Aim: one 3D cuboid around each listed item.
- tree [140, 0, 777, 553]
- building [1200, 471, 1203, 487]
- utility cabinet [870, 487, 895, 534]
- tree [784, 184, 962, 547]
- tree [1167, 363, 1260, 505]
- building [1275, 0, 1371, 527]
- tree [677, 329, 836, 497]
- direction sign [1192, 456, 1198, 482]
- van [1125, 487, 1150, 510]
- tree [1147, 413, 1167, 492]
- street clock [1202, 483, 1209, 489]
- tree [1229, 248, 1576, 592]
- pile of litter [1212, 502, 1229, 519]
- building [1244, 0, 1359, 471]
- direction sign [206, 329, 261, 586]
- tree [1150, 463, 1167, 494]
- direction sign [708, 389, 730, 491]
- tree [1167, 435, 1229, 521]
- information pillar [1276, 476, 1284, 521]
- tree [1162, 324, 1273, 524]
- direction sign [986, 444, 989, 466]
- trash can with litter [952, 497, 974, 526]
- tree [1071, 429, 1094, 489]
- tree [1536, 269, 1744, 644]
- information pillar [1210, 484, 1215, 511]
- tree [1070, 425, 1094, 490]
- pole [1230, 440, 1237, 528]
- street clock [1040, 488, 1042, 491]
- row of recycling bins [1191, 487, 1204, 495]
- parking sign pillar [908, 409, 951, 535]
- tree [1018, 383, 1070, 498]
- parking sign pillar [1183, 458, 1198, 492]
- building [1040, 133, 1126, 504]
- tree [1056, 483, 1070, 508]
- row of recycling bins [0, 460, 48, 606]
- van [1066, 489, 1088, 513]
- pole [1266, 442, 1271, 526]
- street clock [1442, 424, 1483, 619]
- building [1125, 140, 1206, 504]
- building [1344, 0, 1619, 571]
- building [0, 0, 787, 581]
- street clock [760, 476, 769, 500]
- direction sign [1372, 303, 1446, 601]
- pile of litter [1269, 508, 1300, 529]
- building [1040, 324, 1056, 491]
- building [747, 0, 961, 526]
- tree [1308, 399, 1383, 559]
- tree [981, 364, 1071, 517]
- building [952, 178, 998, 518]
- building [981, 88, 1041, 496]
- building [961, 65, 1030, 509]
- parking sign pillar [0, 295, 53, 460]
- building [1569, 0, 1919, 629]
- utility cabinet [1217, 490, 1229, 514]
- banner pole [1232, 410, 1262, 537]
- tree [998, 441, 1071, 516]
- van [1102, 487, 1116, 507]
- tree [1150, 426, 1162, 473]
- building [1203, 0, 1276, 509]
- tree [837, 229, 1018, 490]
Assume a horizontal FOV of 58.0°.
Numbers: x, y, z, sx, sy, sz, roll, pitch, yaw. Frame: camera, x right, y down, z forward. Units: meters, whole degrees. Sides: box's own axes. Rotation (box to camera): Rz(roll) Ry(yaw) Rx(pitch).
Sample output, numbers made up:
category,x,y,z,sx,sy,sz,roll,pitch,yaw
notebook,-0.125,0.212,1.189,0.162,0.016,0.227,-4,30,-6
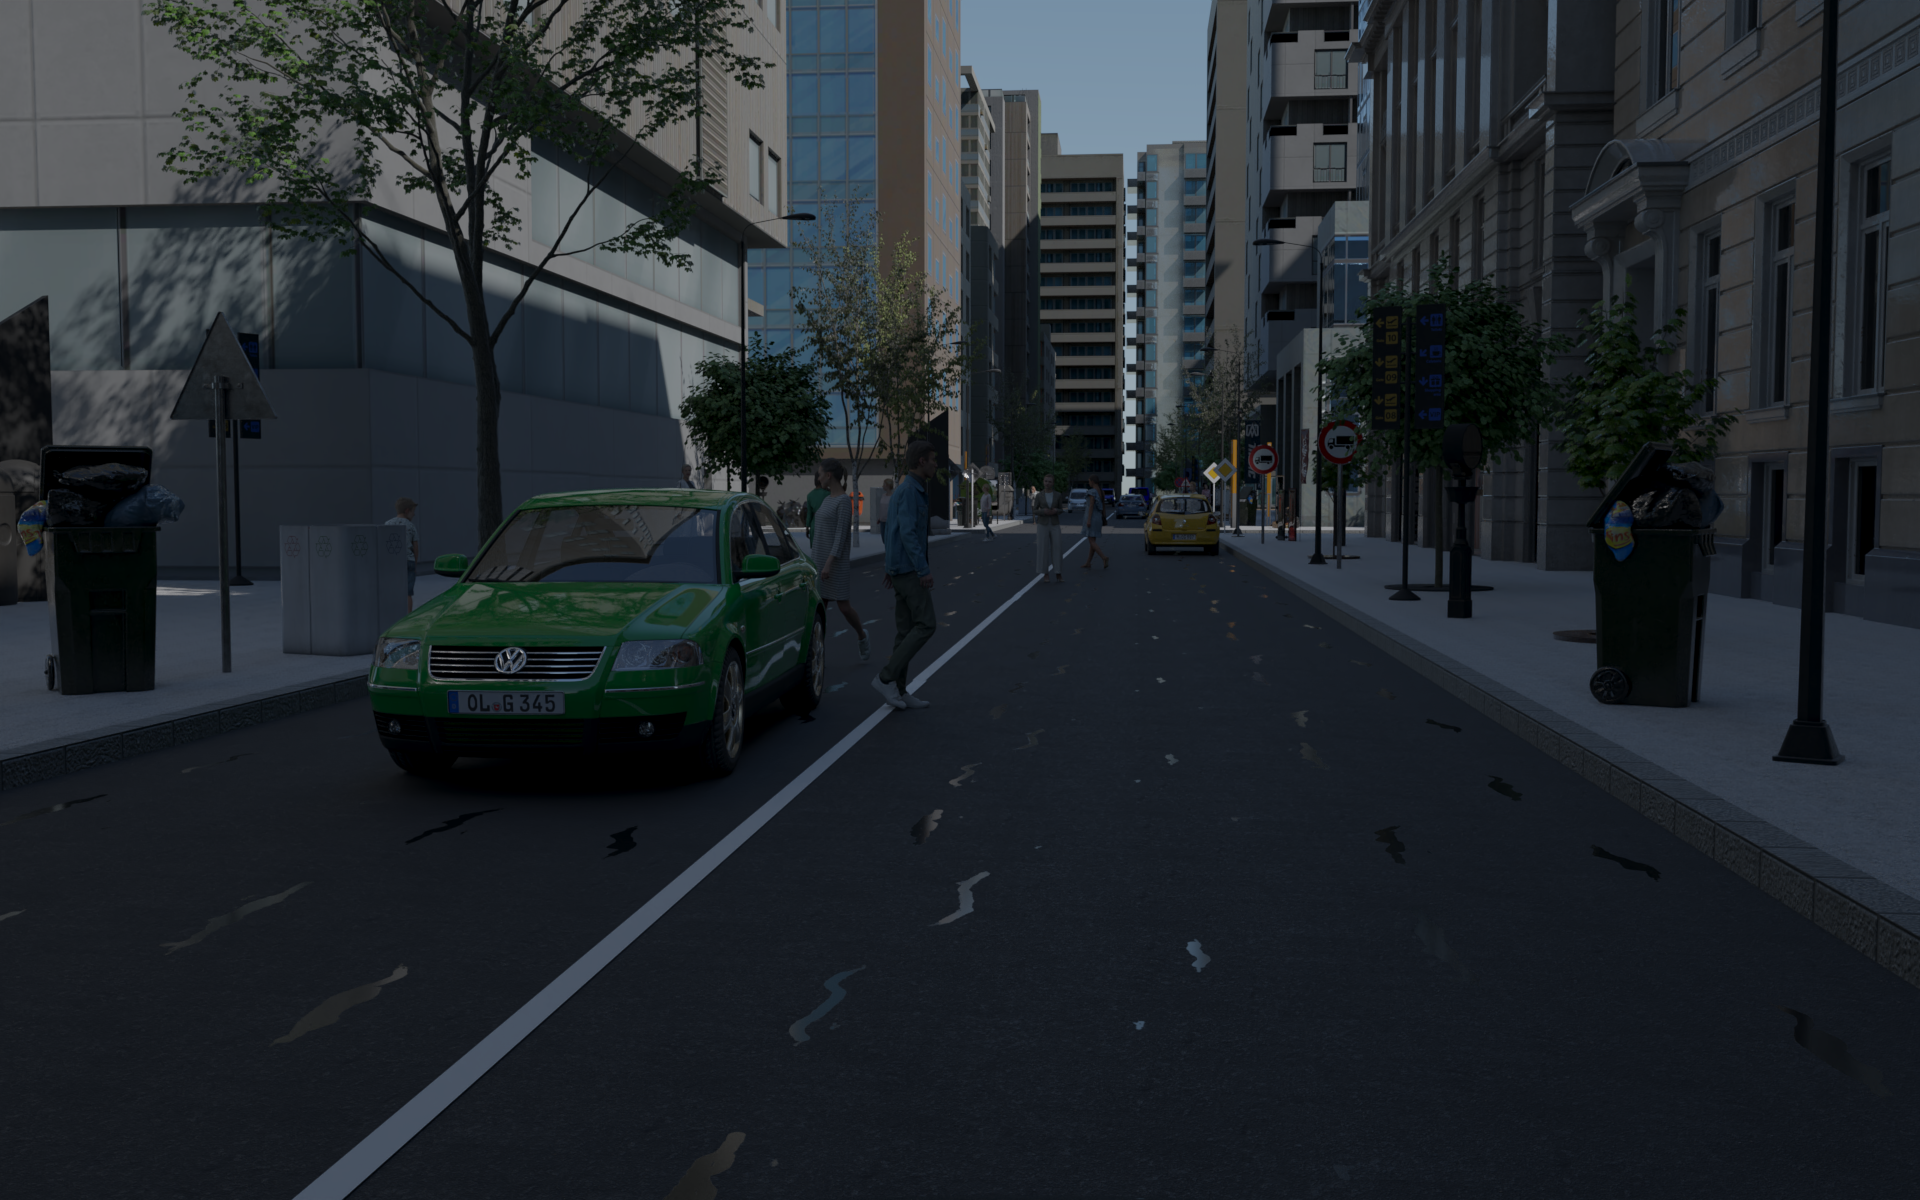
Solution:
category,x,y,z,sx,sy,sz,roll,pitch,yaw
tree,-5.536,-5.748,19.739,9.928,11.665,9.643,0,3,0
building,35.053,-44.970,173.517,20.563,71.187,20.611,0,4,6
utility cabinet,-2.355,-2.868,55.570,0.318,1.500,1.173,3,5,43
tree,-2.379,-5.566,41.365,4.360,8.622,3.978,0,3,0
tree,14.480,-8.964,96.921,4.737,8.622,4.395,0,3,0
building,29.903,-46.603,74.623,31.000,86.520,22.319,0,4,6
tree,-4.053,-3.128,34.851,4.285,4.588,4.351,0,3,0
direction sign,14.031,-6.825,103.579,0.379,3.537,0.876,2,4,31
van,16.158,-9.333,156.977,2.240,2.365,5.245,0,4,4
tree,17.575,-11.276,134.724,4.737,8.622,4.395,0,3,0
street clock,15.416,-6.371,108.743,0.358,2.002,0.471,-1,4,-22
tree,6.451,-2.426,23.381,4.285,4.588,4.351,0,3,0
pile of litter,13.243,-4.531,88.051,1.719,0.858,1.176,1,4,14
building,32.741,-31.930,111.302,28.713,52.752,27.495,0,4,6
direction sign,-10.133,-1.972,24.238,0.379,3.537,0.876,2,4,26
tree,18.744,-10.154,149.726,4.285,4.588,4.351,0,3,0
direction sign,-5.013,-2.783,37.505,0.876,3.537,0.379,0,4,-1
tree,12.986,-6.118,83.744,4.285,4.588,4.351,0,3,0
information pillar,12.832,-3.973,69.443,0.304,2.012,0.304,1,4,8
tree,11.407,-7.573,74.188,4.360,8.622,3.978,0,3,0
direction sign,1.241,-5.302,78.692,0.379,3.537,0.876,0,4,-8
trash can with litter,0.166,-3.551,69.438,0.624,1.170,1.055,1,4,23
tree,12.998,-15.072,196.782,4.360,8.622,3.978,0,3,0
tree,5.709,-1.249,15.015,1.663,3.219,1.824,0,3,0
information pillar,16.537,-6.663,113.431,0.304,2.012,0.304,2,4,28
tree,11.995,-14.324,184.552,4.737,8.622,4.395,0,3,0
pole,10.306,-4.368,65.256,0.158,3.312,0.155,0,3,0
street clock,6.374,-8.228,139.099,0.358,2.002,0.471,3,5,40
row of recycling bins,13.666,-5.600,98.674,1.069,1.692,3.534,0,4,8
parking sign pillar,-0.998,-4.055,54.772,1.447,3.967,1.447,0,4,3
tree,4.433,-10.083,115.221,4.737,8.622,4.395,0,3,0
parking sign pillar,17.268,-8.638,129.705,1.447,3.967,1.447,-2,4,-29
building,11.613,-37.419,235.505,21.600,48.544,21.300,0,4,6
tree,9.400,-10.147,160.508,1.663,3.219,1.824,0,3,0
row of recycling bins,-11.496,-0.758,19.508,1.069,1.692,3.534,1,4,9
van,9.062,-7.621,131.609,2.013,2.044,4.112,0,4,5
pole,12.216,-4.566,68.497,0.158,3.312,0.155,0,3,0
street clock,5.183,-0.815,17.902,0.358,2.002,0.471,3,5,42
building,37.756,-37.545,233.475,30.456,49.044,23.786,0,4,6
building,16.768,-12.068,39.111,13.314,21.916,24.055,0,4,6
building,-19.405,-27.500,38.865,27.495,52.752,28.713,0,4,6
street clock,-7.810,-3.925,68.737,0.471,2.002,0.358,0,3,0
direction sign,5.387,-1.766,20.873,0.876,3.537,0.379,2,4,32
pile of litter,12.159,-3.133,65.191,1.719,0.858,1.176,-3,5,-44
building,-4.084,-21.683,199.549,28.899,21.520,27.650,0,4,6
building,-7.550,-26.019,75.517,14.600,45.320,14.200,0,4,6
tree,7.379,-2.428,34.307,1.663,3.219,1.824,0,3,0
tree,3.306,-9.001,97.533,4.360,8.622,3.978,0,3,0
building,-12.540,-16.066,107.711,27.650,21.520,28.899,0,4,6
building,0.575,-29.799,170.809,14.154,41.232,14.086,0,4,6
building,-10.161,-28.182,152.651,32.217,40.220,23.993,0,4,6
parking sign pillar,-12.859,-2.120,23.131,1.447,3.967,1.447,2,4,32
building,15.458,-14.116,16.706,13.634,28.700,20.117,0,4,6
utility cabinet,14.555,-5.280,95.002,0.318,1.500,1.173,3,5,41
banner pole,8.531,-3.763,51.543,0.863,3.779,0.401,1,4,17
tree,3.988,-7.297,103.026,4.285,4.588,4.351,0,3,0
van,16.101,-11.403,190.828,2.240,2.365,5.245,0,4,6
tree,22.066,-14.287,183.958,4.360,8.622,3.978,0,3,0
building,32.880,-32.389,153.255,21.300,48.544,21.600,0,4,6
tree,-1.602,-5.991,48.320,4.737,8.622,4.395,0,3,0
